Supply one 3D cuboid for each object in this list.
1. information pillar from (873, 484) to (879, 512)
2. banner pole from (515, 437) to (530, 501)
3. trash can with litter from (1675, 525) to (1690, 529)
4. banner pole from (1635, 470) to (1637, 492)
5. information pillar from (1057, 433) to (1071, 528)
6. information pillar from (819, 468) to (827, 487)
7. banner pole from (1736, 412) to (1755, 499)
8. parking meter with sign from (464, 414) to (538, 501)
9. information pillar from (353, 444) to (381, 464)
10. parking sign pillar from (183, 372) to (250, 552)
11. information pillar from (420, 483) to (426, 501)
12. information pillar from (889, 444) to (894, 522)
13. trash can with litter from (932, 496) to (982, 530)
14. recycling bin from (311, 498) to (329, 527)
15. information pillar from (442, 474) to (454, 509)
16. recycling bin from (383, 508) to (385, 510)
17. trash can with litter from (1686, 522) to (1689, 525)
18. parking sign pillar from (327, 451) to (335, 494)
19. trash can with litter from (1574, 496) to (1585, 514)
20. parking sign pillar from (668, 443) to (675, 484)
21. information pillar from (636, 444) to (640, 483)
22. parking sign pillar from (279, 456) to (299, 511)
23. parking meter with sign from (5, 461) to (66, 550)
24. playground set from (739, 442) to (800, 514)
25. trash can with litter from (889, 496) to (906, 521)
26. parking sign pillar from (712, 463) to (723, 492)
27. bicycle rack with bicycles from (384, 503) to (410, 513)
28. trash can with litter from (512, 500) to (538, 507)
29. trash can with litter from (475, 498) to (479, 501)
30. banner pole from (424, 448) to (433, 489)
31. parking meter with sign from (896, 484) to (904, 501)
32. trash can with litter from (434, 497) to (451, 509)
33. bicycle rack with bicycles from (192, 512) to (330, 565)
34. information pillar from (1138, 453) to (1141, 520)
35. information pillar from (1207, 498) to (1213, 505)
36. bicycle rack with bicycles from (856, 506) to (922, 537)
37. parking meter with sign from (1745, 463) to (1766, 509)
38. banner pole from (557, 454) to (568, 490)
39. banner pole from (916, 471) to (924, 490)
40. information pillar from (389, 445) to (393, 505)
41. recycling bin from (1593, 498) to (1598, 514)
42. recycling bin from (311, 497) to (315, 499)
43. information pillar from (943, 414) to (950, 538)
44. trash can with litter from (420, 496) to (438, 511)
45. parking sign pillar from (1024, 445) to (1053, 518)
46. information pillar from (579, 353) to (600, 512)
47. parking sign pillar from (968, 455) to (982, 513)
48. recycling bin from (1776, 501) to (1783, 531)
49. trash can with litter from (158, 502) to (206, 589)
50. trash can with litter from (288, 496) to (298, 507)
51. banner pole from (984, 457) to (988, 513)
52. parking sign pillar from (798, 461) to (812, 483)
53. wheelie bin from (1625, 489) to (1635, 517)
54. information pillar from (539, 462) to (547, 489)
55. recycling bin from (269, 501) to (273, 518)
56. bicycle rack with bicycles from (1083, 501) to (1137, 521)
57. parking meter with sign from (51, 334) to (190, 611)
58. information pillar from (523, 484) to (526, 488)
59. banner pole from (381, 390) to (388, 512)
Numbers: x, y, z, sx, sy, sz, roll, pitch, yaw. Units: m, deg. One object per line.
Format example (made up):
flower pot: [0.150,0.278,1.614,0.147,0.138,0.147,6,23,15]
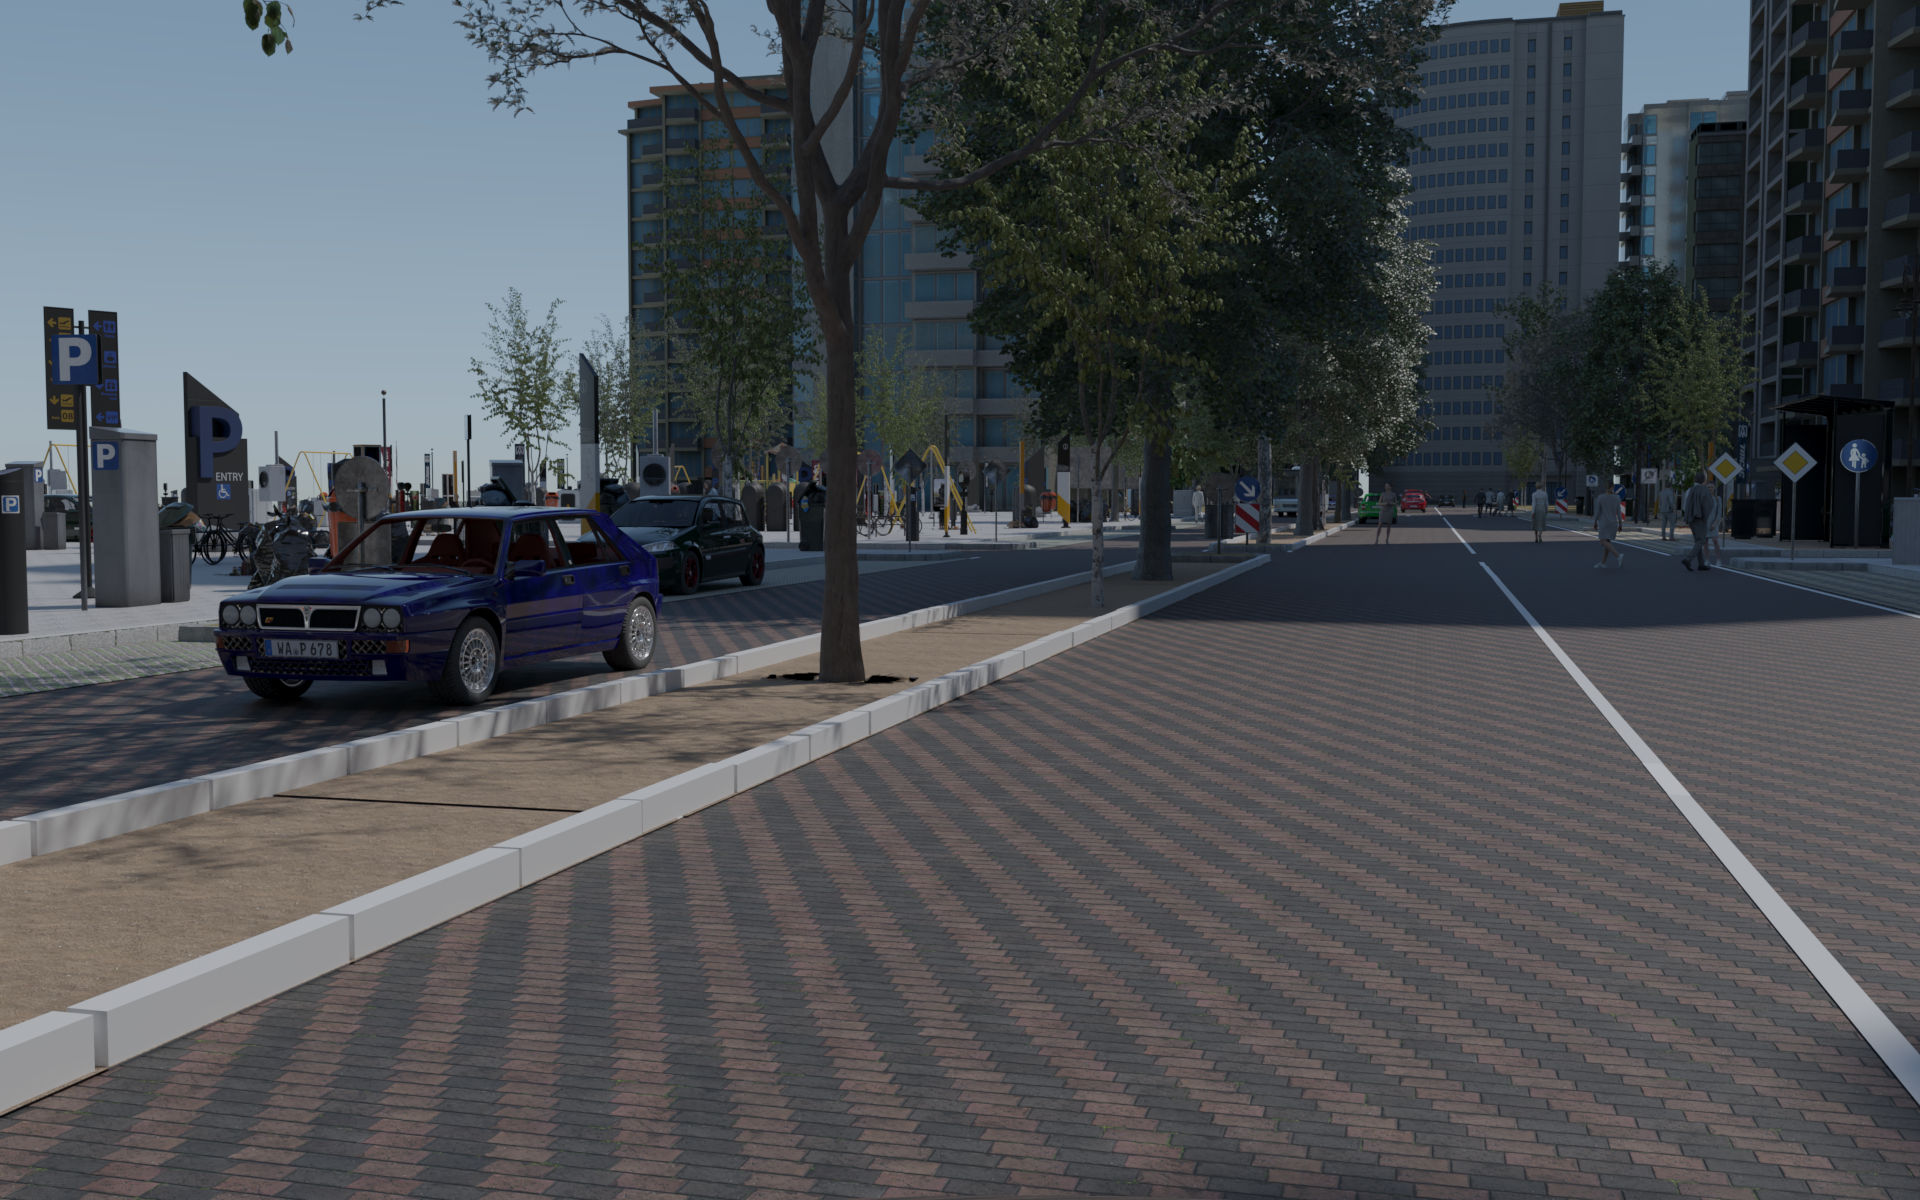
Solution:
information pillar: [-6.007,-7.308,123.971,0.304,2.012,0.304,-3,5,-43]
banner pole: [-19.000,-5.225,75.440,0.863,3.779,0.401,0,4,7]
trash can with litter: [27.253,-3.256,64.298,2.233,1.210,1.678,-1,4,-16]
banner pole: [37.436,-6.451,95.498,0.863,3.779,0.401,-2,4,-33]
information pillar: [3.925,-4.522,65.289,0.504,3.616,0.183,2,4,27]
information pillar: [-3.819,-2.730,49.121,0.304,2.012,0.304,-1,4,-9]
banner pole: [23.882,-3.832,52.663,0.863,3.779,0.401,-2,4,-26]
parking meter with sign: [-10.042,-2.579,38.422,1.738,3.016,0.543,-1,4,-23]
information pillar: [-8.799,-1.301,25.762,0.304,2.012,0.304,3,5,45]
parking sign pillar: [-16.598,-3.071,38.688,1.447,3.967,1.447,2,4,32]
information pillar: [-36.071,-6.845,116.409,0.304,2.012,0.304,1,4,17]
information pillar: [-3.153,-5.446,80.399,0.183,3.616,0.504,-1,4,-16]
trash can with litter: [-0.224,-3.157,62.676,1.678,1.210,2.233,-1,4,-13]
recycling bin: [-24.572,-3.347,67.273,0.722,1.027,0.722,2,4,34]
information pillar: [-18.492,-3.553,62.576,0.304,2.012,0.304,2,4,32]
recycling bin: [-41.649,-6.810,123.895,0.722,1.027,0.722,3,5,41]
trash can with litter: [30.735,-3.714,72.118,1.055,1.170,0.624,2,4,26]
parking sign pillar: [-38.827,-7.255,107.089,1.447,3.967,1.447,-1,4,-18]
trash can with litter: [39.707,-6.096,111.057,0.624,1.170,1.055,1,4,20]
parking sign pillar: [-15.384,-6.296,91.415,1.447,3.967,1.447,0,4,2]
information pillar: [-15.158,-5.523,81.648,0.183,3.616,0.504,-1,4,-22]
parking sign pillar: [-46.312,-7.995,119.188,1.447,3.967,1.447,2,4,32]
parking meter with sign: [-21.521,-2.666,39.853,1.738,3.016,0.543,0,4,4]
playground set: [-10.247,-6.747,97.095,5.637,4.214,5.302,2,4,26]
trash can with litter: [-3.032,-4.287,81.486,1.055,1.170,0.624,-1,4,-12]
parking sign pillar: [-12.955,-6.420,93.445,1.447,3.967,1.447,1,4,14]
bicycle rack with bicycles: [-30.821,-4.841,92.530,2.925,0.926,2.852,-1,4,-21]
trash can with litter: [-7.552,-1.178,30.640,0.624,1.170,1.055,1,4,17]
trash can with litter: [-14.119,-2.483,51.989,0.624,1.170,1.055,-3,4,-38]
banner pole: [-28.899,-6.384,94.390,0.401,3.779,0.863,2,4,24]
parking meter with sign: [-4.078,-7.846,124.547,1.738,3.016,0.543,-3,5,-43]
trash can with litter: [-17.388,-2.815,57.418,0.624,1.170,1.055,1,4,9]
bicycle rack with bicycles: [-12.999,-1.110,31.536,2.852,0.926,2.925,2,4,24]
information pillar: [9.043,-5.843,86.886,0.183,3.616,0.504,0,4,3]
information pillar: [16.192,-6.584,112.147,0.304,2.012,0.304,2,4,28]
bicycle rack with bicycles: [-2.958,-2.413,52.832,2.925,0.926,2.852,2,4,28]
parking meter with sign: [44.477,-6.129,96.473,1.738,3.016,0.543,-1,4,-15]
banner pole: [-24.554,-7.174,107.306,0.863,3.779,0.401,-1,4,-14]
banner pole: [-2.875,-8.045,121.558,0.863,3.779,0.401,-2,4,-28]
information pillar: [-26.918,-5.539,81.923,0.183,3.616,0.504,0,4,-6]
recycling bin: [40.997,-6.051,111.495,0.722,1.027,0.722,1,4,9]
recycling bin: [-48.422,-7.204,130.346,0.722,1.027,0.722,-1,4,-9]
information pillar: [-0.385,-3.662,51.222,0.183,3.616,0.504,0,4,8]
trash can with litter: [-16.615,-2.564,52.984,2.233,1.210,1.678,0,4,-8]
parking sign pillar: [4.022,-6.515,94.985,1.447,3.967,1.447,-3,5,-44]
information pillar: [-6.135,-2.282,28.672,0.183,3.616,0.504,-3,5,-42]
parking sign pillar: [0.776,-8.060,120.258,1.447,3.967,1.447,3,4,38]
recycling bin: [28.556,-2.890,59.806,0.722,1.027,0.722,-1,4,-19]
trash can with litter: [-10.546,-0.701,22.853,0.624,1.170,1.055,1,4,21]
trash can with litter: [-30.356,-4.170,79.239,2.233,1.210,1.678,2,4,31]
banner pole: [1.735,-7.693,115.796,0.401,3.779,0.863,1,4,21]
parking sign pillar: [-11.143,-8.327,124.623,1.447,3.967,1.447,-1,4,-11]
wheelie bin: [37.992,-5.554,98.718,0.980,1.594,0.693,1,4,13]
information pillar: [-27.504,-7.521,114.319,0.504,3.616,0.183,-3,5,-40]
recycling bin: [-36.635,-4.797,90.992,0.722,1.027,0.722,1,4,13]
bicycle rack with bicycles: [6.636,-4.255,82.950,2.925,0.926,2.852,3,5,44]
parking meter with sign: [-9.523,-1.440,19.807,0.543,3.016,1.738,1,4,9]
information pillar: [-32.707,-7.691,130.234,0.304,2.012,0.304,3,4,36]
banner pole: [-13.908,-3.176,41.941,0.401,3.779,0.863,-1,4,-16]
